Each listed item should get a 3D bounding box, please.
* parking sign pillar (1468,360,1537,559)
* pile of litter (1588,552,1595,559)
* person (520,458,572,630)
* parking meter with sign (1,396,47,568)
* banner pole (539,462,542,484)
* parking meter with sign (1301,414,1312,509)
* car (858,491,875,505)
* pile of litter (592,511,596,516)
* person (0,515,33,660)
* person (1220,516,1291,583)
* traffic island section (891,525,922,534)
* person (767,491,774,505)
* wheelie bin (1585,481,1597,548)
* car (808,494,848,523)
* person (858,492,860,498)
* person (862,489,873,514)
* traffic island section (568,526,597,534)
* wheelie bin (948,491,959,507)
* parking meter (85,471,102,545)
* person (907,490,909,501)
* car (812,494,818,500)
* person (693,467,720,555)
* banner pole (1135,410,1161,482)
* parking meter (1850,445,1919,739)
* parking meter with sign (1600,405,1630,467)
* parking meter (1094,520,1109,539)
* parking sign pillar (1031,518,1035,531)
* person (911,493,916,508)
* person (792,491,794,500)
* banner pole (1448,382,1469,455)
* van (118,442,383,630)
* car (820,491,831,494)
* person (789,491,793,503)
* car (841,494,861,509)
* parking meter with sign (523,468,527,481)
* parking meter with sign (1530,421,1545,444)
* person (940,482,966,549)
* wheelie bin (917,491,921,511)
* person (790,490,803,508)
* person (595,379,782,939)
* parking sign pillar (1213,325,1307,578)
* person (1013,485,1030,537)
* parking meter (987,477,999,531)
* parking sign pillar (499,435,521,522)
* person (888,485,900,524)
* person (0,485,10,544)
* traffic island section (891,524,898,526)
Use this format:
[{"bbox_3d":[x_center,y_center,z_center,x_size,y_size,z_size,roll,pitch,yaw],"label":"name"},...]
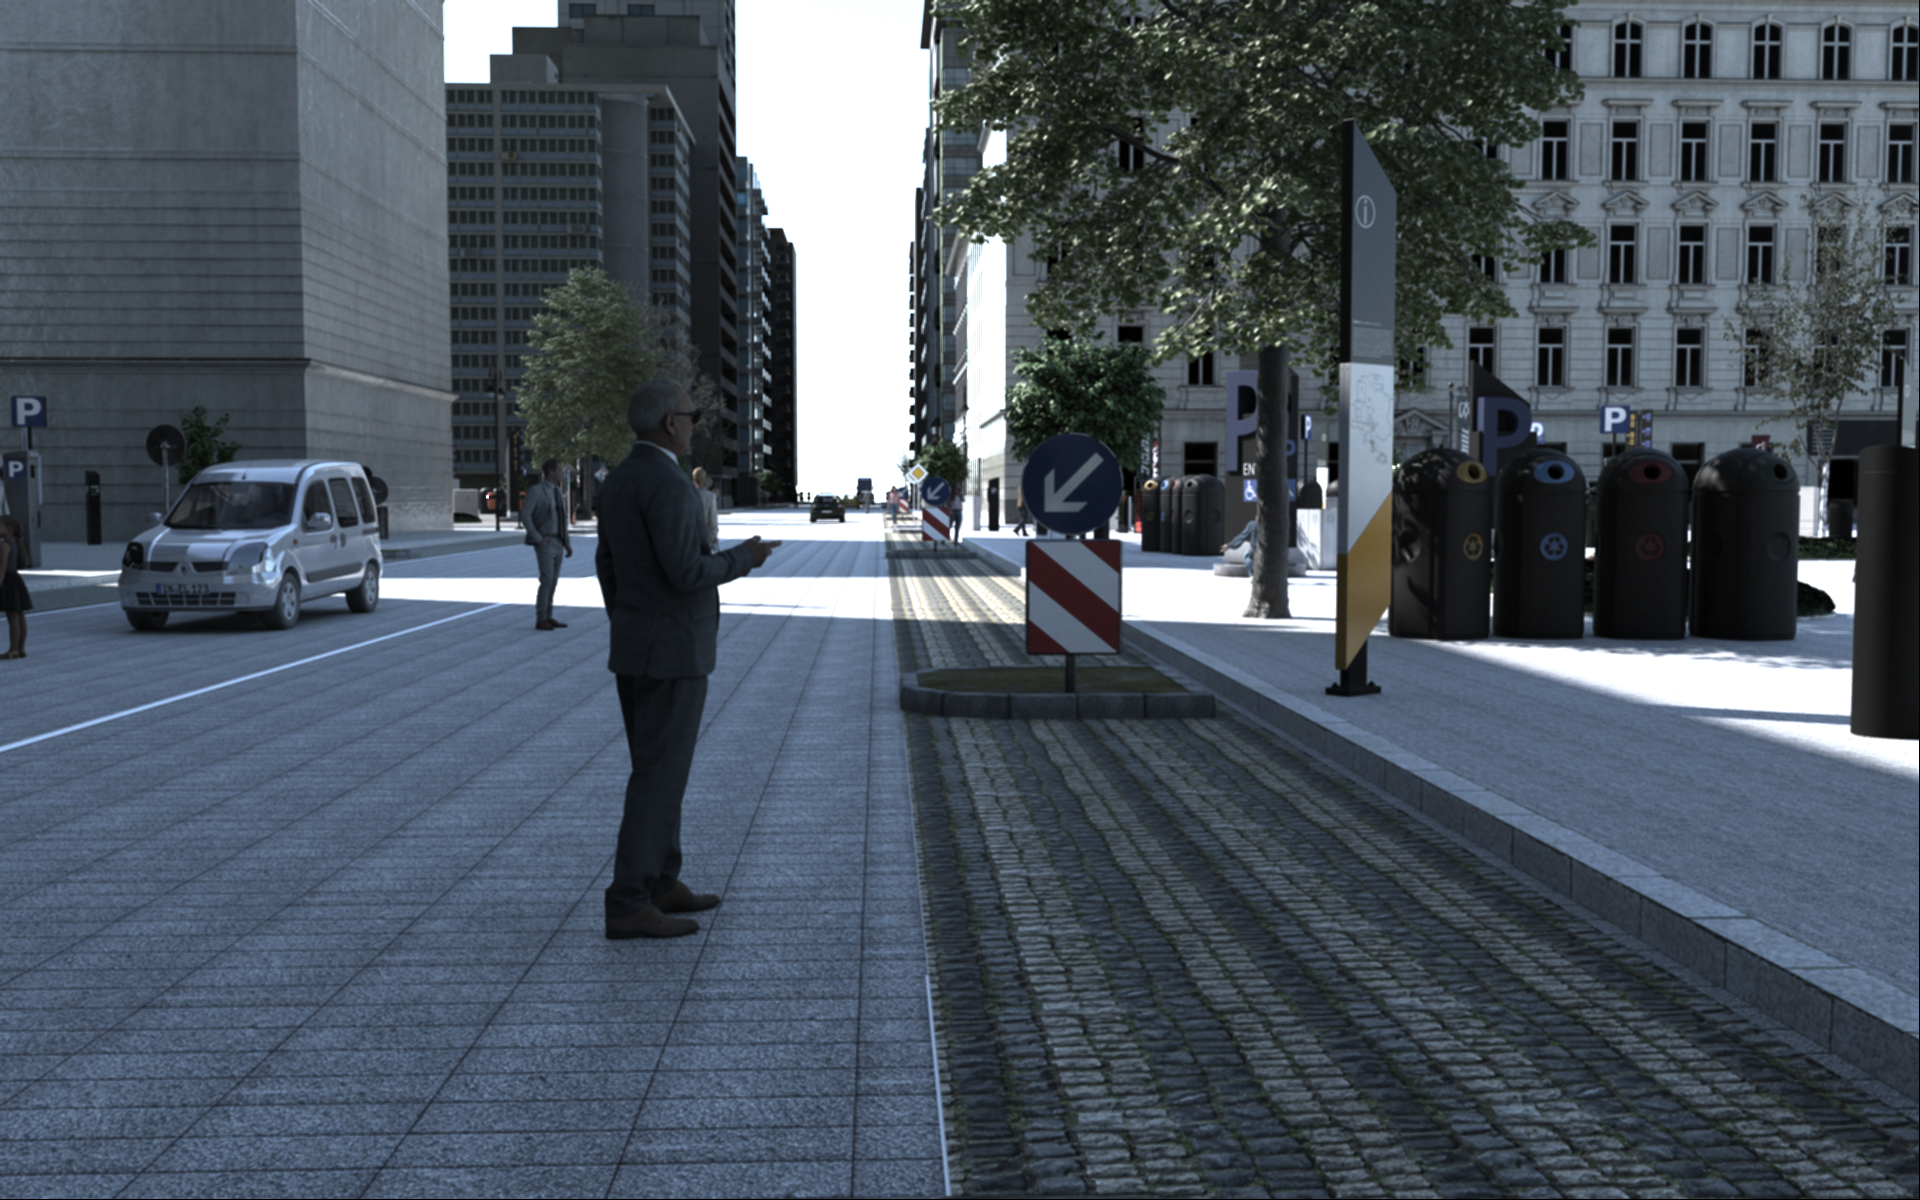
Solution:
[{"bbox_3d":[10.954,-2.844,34.968,1.447,3.967,1.447,-1,4,-13],"label":"parking sign pillar"},{"bbox_3d":[10.396,-0.880,28.346,1.176,0.858,1.719,1,4,15],"label":"pile of litter"},{"bbox_3d":[-4.397,-0.605,18.496,0.391,1.810,0.635,1,4,13],"label":"person"},{"bbox_3d":[-16.346,-2.069,30.096,0.543,3.016,1.738,-1,4,-15],"label":"parking meter with sign"},{"bbox_3d":[-32.508,-8.820,134.229,0.401,3.779,0.863,0,4,-1],"label":"banner pole"},{"bbox_3d":[6.874,-2.585,38.519,1.738,3.016,0.543,2,4,27],"label":"parking meter with sign"},{"bbox_3d":[-12.583,-13.788,234.101,2.281,1.827,5.304,0,4,-4],"label":"car"},{"bbox_3d":[-20.909,-5.286,100.395,1.719,0.858,1.176,-1,4,-22],"label":"pile of litter"},{"bbox_3d":[-8.262,-0.112,15.000,0.373,1.253,0.362,0,4,-6],"label":"person"},{"bbox_3d":[4.254,-0.823,25.000,1.012,1.151,0.738,1,4,12],"label":"person"},{"bbox_3d":[-1.495,-2.546,63.910,2.009,0.180,2.903,0,4,-3],"label":"traffic island section"},{"bbox_3d":[-23.389,-12.552,212.063,1.217,1.735,0.721,-1,4,-22],"label":"person"},{"bbox_3d":[15.378,-2.053,41.467,0.980,1.594,0.693,3,5,45],"label":"wheelie bin"},{"bbox_3d":[-6.689,-4.761,87.628,2.009,1.686,4.222,0,4,-3],"label":"car"},{"bbox_3d":[-13.969,-14.264,242.426,0.721,1.736,1.217,2,4,26],"label":"person"},{"bbox_3d":[-6.705,-7.150,125.519,0.709,1.813,0.853,-1,4,-19],"label":"person"},{"bbox_3d":[-14.323,-2.510,63.323,2.009,0.180,2.903,0,4,-3],"label":"traffic island section"},{"bbox_3d":[-0.353,-4.985,89.415,0.693,1.594,0.980,3,5,40],"label":"wheelie bin"},{"bbox_3d":[-21.932,-2.332,43.833,0.255,1.863,0.399,-3,5,-41],"label":"parking meter"},{"bbox_3d":[-6.654,-13.064,220.190,0.434,1.755,0.990,-1,4,-8],"label":"person"},{"bbox_3d":[-17.428,-12.556,217.092,2.131,1.459,4.920,0,4,-4],"label":"car"},{"bbox_3d":[-3.450,-0.845,22.670,0.694,1.780,0.624,1,4,18],"label":"person"},{"bbox_3d":[4.754,-3.248,43.123,0.863,3.779,0.401,-1,4,-18],"label":"banner pole"},{"bbox_3d":[4.956,-0.048,9.190,0.372,1.533,0.369,0,3,0],"label":"parking meter"},{"bbox_3d":[12.620,-2.271,33.395,0.543,3.016,1.738,1,4,19],"label":"parking meter with sign"},{"bbox_3d":[3.414,-2.207,41.797,0.255,1.863,0.399,2,4,34],"label":"parking meter"},{"bbox_3d":[3.209,-4.380,60.085,1.447,3.967,1.447,1,4,11],"label":"parking sign pillar"},{"bbox_3d":[-4.343,-9.474,161.489,0.434,1.755,0.990,1,4,14],"label":"person"},{"bbox_3d":[-25.645,-15.896,265.921,0.705,1.826,1.348,1,4,20],"label":"person"},{"bbox_3d":[11.233,-2.995,38.987,0.863,3.779,0.401,-1,4,-15],"label":"banner pole"},{"bbox_3d":[-7.918,-0.769,19.582,2.013,2.044,4.112,0,4,-1],"label":"van"},{"bbox_3d":[-18.596,-14.129,239.674,2.281,1.827,5.304,0,4,-4],"label":"car"},{"bbox_3d":[-25.000,-15.247,256.253,0.541,1.710,0.530,3,4,37],"label":"person"},{"bbox_3d":[-10.383,-9.432,164.438,2.015,1.641,3.980,0,4,-4],"label":"car"},{"bbox_3d":[-29.872,-7.391,117.096,0.543,3.016,1.738,1,4,11],"label":"parking meter with sign"},{"bbox_3d":[13.459,-2.821,42.392,0.543,3.016,1.738,-2,4,-24],"label":"parking meter with sign"},{"bbox_3d":[-0.220,-2.176,44.674,0.593,1.750,0.643,-2,4,-30],"label":"person"},{"bbox_3d":[-2.794,-7.462,129.917,0.693,1.594,0.980,1,4,15],"label":"wheelie bin"},{"bbox_3d":[-16.426,-10.116,173.533,1.348,1.869,0.705,0,4,-6],"label":"person"},{"bbox_3d":[-0.916,0.181,5.720,0.590,1.801,0.661,-2,4,-33],"label":"person"},{"bbox_3d":[4.705,-2.361,27.079,1.447,3.967,1.447,-2,4,-29],"label":"parking sign pillar"},{"bbox_3d":[1.914,-2.840,52.392,0.656,1.842,0.836,3,5,41],"label":"person"},{"bbox_3d":[1.155,-3.326,60.095,0.399,1.863,0.255,0,4,-3],"label":"parking meter"},{"bbox_3d":[-20.713,-5.606,80.131,1.447,3.967,1.447,-1,4,-21],"label":"parking sign pillar"},{"bbox_3d":[-2.875,-4.076,75.154,0.555,1.821,0.388,-1,4,-17],"label":"person"},{"bbox_3d":[-15.022,-1.220,26.741,0.760,1.731,0.466,0,4,8],"label":"person"},{"bbox_3d":[-1.865,-3.034,71.887,2.009,0.180,2.903,0,4,-3],"label":"traffic island section"}]
